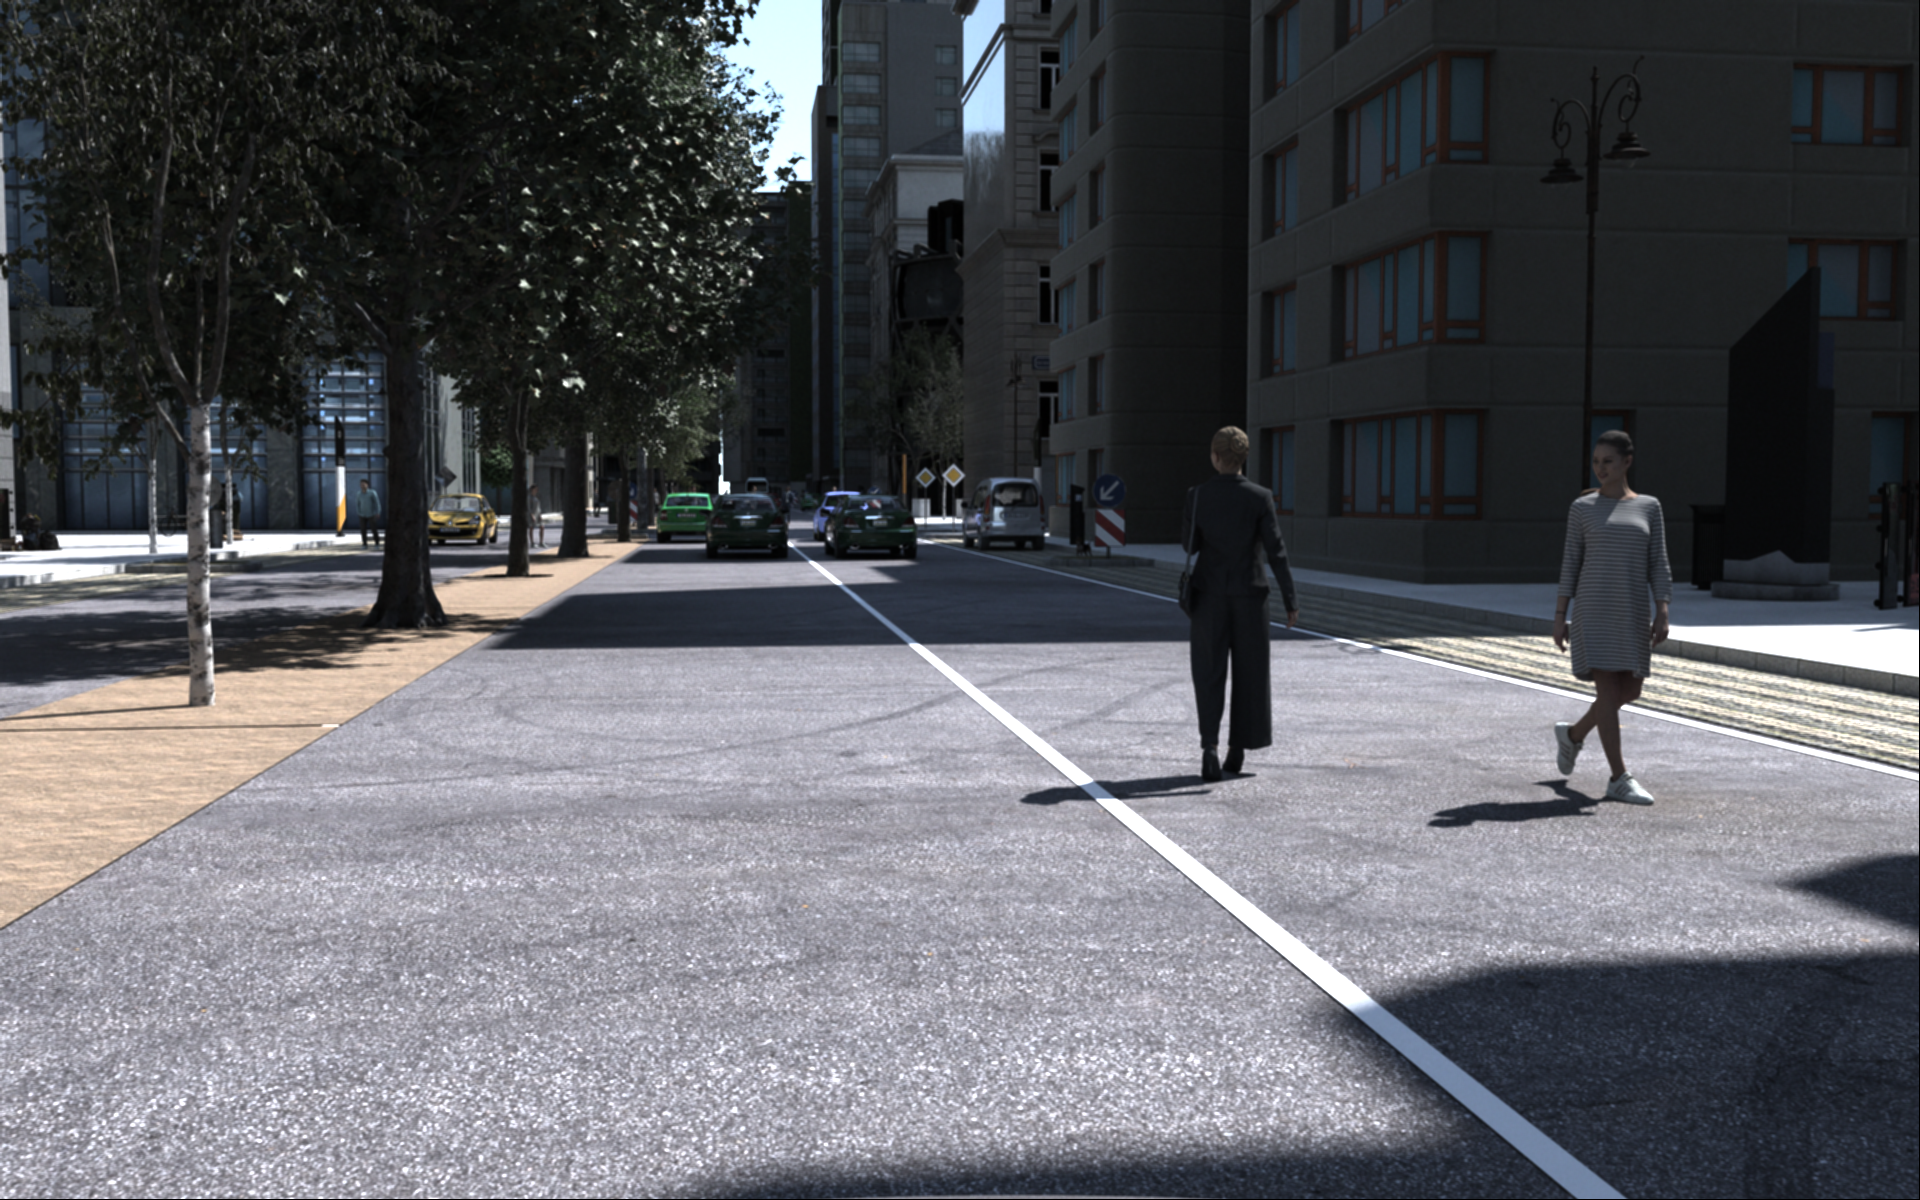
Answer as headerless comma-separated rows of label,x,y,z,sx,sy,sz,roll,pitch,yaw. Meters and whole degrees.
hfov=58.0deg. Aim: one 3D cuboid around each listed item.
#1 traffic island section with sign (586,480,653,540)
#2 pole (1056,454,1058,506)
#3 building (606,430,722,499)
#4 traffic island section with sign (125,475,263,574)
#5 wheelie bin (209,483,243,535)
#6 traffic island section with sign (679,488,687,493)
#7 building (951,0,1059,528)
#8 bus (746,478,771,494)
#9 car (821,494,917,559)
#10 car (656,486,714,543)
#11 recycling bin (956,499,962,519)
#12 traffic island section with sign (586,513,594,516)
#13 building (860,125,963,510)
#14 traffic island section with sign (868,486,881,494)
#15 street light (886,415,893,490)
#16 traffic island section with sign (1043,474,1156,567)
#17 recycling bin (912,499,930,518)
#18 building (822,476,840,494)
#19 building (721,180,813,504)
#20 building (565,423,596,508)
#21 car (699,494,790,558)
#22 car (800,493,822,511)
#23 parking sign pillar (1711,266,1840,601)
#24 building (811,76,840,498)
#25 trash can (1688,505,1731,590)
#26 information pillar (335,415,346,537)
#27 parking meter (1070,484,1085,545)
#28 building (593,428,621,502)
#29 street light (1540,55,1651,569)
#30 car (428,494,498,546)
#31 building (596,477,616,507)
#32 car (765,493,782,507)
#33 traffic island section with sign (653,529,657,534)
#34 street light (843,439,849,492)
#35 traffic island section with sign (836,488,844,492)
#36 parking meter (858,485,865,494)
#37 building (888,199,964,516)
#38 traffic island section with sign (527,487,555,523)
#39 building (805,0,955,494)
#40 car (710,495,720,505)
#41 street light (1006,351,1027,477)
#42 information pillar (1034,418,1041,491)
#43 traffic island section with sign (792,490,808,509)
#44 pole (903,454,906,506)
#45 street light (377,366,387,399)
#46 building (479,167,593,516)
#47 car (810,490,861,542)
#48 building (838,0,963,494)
traffic island section with sign,-10.924,-2.873,55.115,2.006,1.907,1.989,0,4,-8
pole,3.661,-4.307,64.255,0.158,3.312,0.155,0,3,0
building,-42.633,-37.031,229.163,21.600,48.544,21.300,0,4,-8
traffic island section with sign,-14.032,-1.425,31.920,1.989,1.847,2.006,0,4,-8
wheelie bin,-20.825,-2.525,49.194,0.693,1.594,0.980,3,5,42
traffic island section with sign,-21.923,-7.877,136.927,2.006,1.907,1.989,0,4,-8
building,12.868,-16.788,71.750,25.104,27.353,12.463,0,4,-8
bus,-23.951,-12.866,205.223,2.948,3.499,13.247,0,4,-6
car,-2.096,-1.722,39.953,2.131,1.459,4.920,-1,4,-9
car,-8.154,-2.654,52.192,1.959,1.807,4.718,0,4,-7
recycling bin,0.187,-4.689,89.215,0.722,1.027,0.722,0,4,8
traffic island section with sign,-25.062,-6.442,113.954,1.989,1.847,2.006,0,4,-8
building,0.425,-20.840,128.129,14.401,28.519,23.554,0,4,-8
traffic island section with sign,-4.541,-4.896,88.676,1.989,1.847,2.006,0,4,-8
street light,-4.175,-7.852,101.162,0.468,5.910,1.993,0,4,-8
traffic island section with sign,2.723,-1.596,34.721,1.989,1.847,2.006,0,4,-8
recycling bin,-2.096,-4.926,93.100,0.722,1.027,0.722,-3,5,-41
building,2.904,-29.195,169.224,32.217,40.220,23.993,0,4,-8
building,-24.398,-33.276,227.663,14.086,41.232,14.154,0,4,-8
building,-46.625,-18.601,149.165,27.650,21.520,28.899,0,4,-8
car,-4.971,-1.732,40.122,2.131,1.459,4.920,-1,4,-9
car,-12.523,-8.413,146.345,1.959,1.807,4.718,0,4,-8
parking sign pillar,10.062,-2.007,21.279,1.447,3.967,1.447,-1,4,-18
building,-8.769,-32.856,187.306,14.600,45.320,14.200,0,4,-8
trash can,10.144,-0.707,23.206,0.748,1.137,0.748,0,3,0
information pillar,-18.561,-3.701,51.862,0.183,3.616,0.504,0,4,3
parking meter,2.970,-2.165,43.816,0.372,1.533,0.369,0,3,0
building,-53.705,-33.268,198.551,28.867,44.769,22.147,0,4,-8
street light,6.852,-2.818,18.860,0.468,5.910,1.993,0,4,-8
car,-14.217,-2.387,49.247,2.015,1.641,3.980,-1,4,-8
building,-51.677,-29.524,174.599,32.217,40.220,23.993,0,4,-8
car,-14.256,-7.382,129.743,2.155,1.783,4.494,0,4,-8
traffic island section with sign,-11.902,-3.322,62.457,2.006,1.907,1.989,0,4,-8
street light,-9.186,-10.136,138.515,0.468,5.910,1.993,0,4,-8
traffic island section with sign,-8.126,-6.530,115.393,1.989,1.847,2.006,0,4,-8
parking meter,-6.552,-6.705,115.336,0.399,1.863,0.255,-1,4,-18
building,3.882,-14.685,107.554,16.820,18.784,16.811,0,4,-8
traffic island section with sign,-21.471,-4.808,87.238,1.989,1.847,2.006,0,4,-8
building,-7.645,-46.847,204.195,20.563,71.187,20.611,0,4,-8
car,-24.176,-9.723,171.336,2.083,1.381,4.827,0,4,-7
street light,1.806,-5.091,56.029,0.468,5.910,1.993,0,4,-8
information pillar,2.393,-3.793,53.373,0.183,3.616,0.504,-1,4,-15
traffic island section with sign,-14.857,-9.589,165.411,1.989,1.847,2.006,0,4,-8
pole,-2.863,-5.816,88.941,0.158,3.312,0.155,0,3,0
street light,-20.459,-5.456,61.986,0.468,5.910,1.993,0,4,-8
building,-36.806,-30.133,112.275,23.786,49.044,30.456,0,4,-8
car,-3.646,-2.693,53.622,1.945,1.707,3.694,0,4,-7
building,-3.478,-28.435,148.505,14.154,41.232,14.086,0,4,-8
